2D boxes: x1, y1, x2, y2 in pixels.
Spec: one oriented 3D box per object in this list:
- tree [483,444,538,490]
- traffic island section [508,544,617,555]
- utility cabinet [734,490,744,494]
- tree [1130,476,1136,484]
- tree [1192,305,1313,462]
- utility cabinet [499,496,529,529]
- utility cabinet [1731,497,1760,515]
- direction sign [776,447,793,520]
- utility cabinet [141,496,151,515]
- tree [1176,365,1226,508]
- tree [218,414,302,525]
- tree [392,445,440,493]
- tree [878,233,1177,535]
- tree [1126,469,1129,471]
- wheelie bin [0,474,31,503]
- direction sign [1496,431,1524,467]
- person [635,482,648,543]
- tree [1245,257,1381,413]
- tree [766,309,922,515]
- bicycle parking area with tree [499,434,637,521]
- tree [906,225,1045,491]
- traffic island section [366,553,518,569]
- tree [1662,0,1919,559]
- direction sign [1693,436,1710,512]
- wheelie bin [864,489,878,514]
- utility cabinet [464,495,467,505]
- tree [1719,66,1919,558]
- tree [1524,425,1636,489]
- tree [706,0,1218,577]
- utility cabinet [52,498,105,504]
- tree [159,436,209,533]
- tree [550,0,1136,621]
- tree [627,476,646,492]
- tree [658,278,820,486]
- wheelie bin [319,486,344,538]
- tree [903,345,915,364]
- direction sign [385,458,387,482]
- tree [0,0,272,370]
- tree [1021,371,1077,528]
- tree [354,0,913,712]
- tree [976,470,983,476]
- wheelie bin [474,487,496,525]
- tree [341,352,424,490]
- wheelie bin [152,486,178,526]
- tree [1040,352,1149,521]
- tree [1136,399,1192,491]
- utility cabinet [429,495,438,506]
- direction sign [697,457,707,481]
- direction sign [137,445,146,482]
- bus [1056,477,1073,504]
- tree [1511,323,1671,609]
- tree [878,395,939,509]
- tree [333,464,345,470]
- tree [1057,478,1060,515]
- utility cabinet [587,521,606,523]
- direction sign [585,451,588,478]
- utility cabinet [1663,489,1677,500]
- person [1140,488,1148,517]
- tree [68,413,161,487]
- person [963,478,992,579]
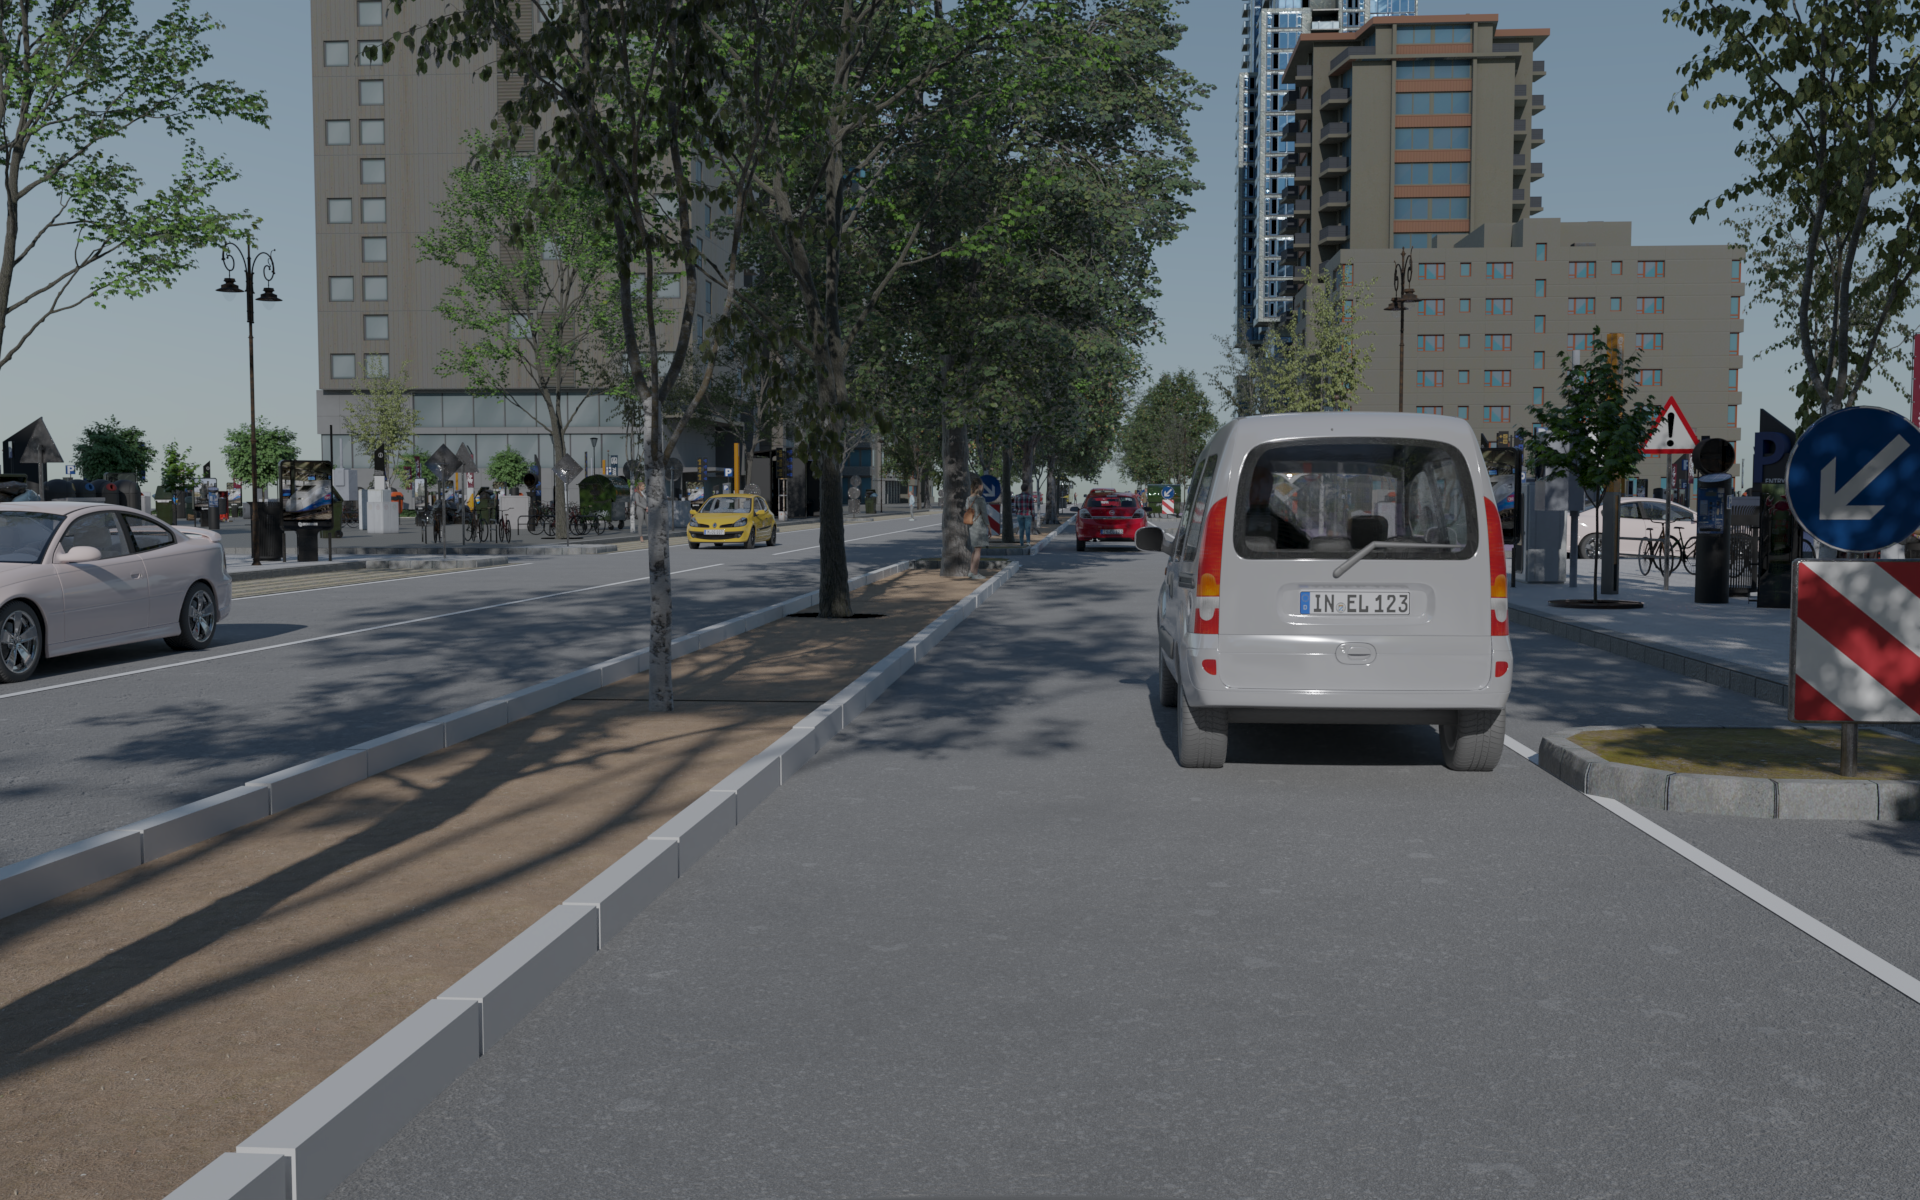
[{"bbox_3d":[-28.966,-7.789,111.061,4.285,4.588,4.351,0,3,0],"label":"tree"},{"bbox_3d":[-9.636,-1.235,42.479,2.009,0.180,2.903,0,4,5],"label":"traffic island section"},{"bbox_3d":[-12.692,-5.644,100.951,0.318,1.500,1.173,2,4,34],"label":"utility cabinet"},{"bbox_3d":[20.964,-14.497,187.392,4.360,8.622,3.978,0,3,0],"label":"tree"},{"bbox_3d":[11.761,-7.215,68.325,4.360,8.622,3.978,0,3,0],"label":"tree"},{"bbox_3d":[-16.440,-3.223,63.851,1.020,1.237,0.306,-2,4,-31],"label":"utility cabinet"},{"bbox_3d":[19.131,-1.917,42.510,1.020,1.237,0.306,3,4,38],"label":"utility cabinet"},{"bbox_3d":[-8.552,-5.653,84.418,0.876,3.537,0.379,-2,4,-32],"label":"direction sign"},{"bbox_3d":[-31.670,-3.398,66.727,1.020,1.237,0.306,1,4,20],"label":"utility cabinet"},{"bbox_3d":[19.475,-14.512,154.286,9.611,12.733,9.660,0,3,0],"label":"tree"},{"bbox_3d":[-28.792,-5.356,71.285,4.285,4.588,4.351,0,3,0],"label":"tree"},{"bbox_3d":[-36.379,-8.111,116.327,4.285,4.588,4.351,0,3,0],"label":"tree"},{"bbox_3d":[2.355,-8.604,60.132,9.611,12.733,9.660,0,3,0],"label":"tree"},{"bbox_3d":[27.837,-19.586,270.599,4.360,8.622,3.978,0,3,0],"label":"tree"},{"bbox_3d":[-14.792,-1.163,26.916,0.980,1.594,0.693,-3,5,-45],"label":"wheelie bin"},{"bbox_3d":[19.781,-4.296,62.235,0.876,3.537,0.379,1,4,12],"label":"direction sign"},{"bbox_3d":[-9.233,-2.579,50.933,0.573,1.790,0.520,1,4,13],"label":"person"},{"bbox_3d":[11.294,-6.361,54.370,4.737,8.622,4.395,0,3,0],"label":"tree"},{"bbox_3d":[-7.412,-12.054,107.446,12.009,13.543,11.850,0,3,0],"label":"tree"},{"bbox_3d":[-18.844,-6.016,85.359,9.016,4.147,8.231,1,4,23],"label":"bicycle parking area with tree"},{"bbox_3d":[0.593,-5.520,43.074,4.737,8.622,4.395,0,3,0],"label":"tree"},{"bbox_3d":[-10.290,-0.749,34.521,2.009,0.180,2.903,0,4,5],"label":"traffic island section"},{"bbox_3d":[7.531,-3.912,14.325,4.737,8.622,4.395,0,3,0],"label":"tree"},{"bbox_3d":[28.707,-4.610,67.362,0.379,3.537,0.876,-3,4,-37],"label":"direction sign"},{"bbox_3d":[-5.799,-6.418,112.842,0.980,1.594,0.693,1,4,18],"label":"wheelie bin"},{"bbox_3d":[-32.461,-6.313,114.372,0.306,1.237,1.020,1,4,10],"label":"utility cabinet"},{"bbox_3d":[15.467,-4.901,30.491,4.360,8.622,3.978,0,3,0],"label":"tree"},{"bbox_3d":[24.475,-5.285,70.122,4.285,4.588,4.351,0,3,0],"label":"tree"},{"bbox_3d":[-0.013,-7.371,29.621,9.857,13.997,8.962,0,3,0],"label":"tree"},{"bbox_3d":[-14.979,-1.119,29.464,0.306,1.237,1.020,0,4,7],"label":"utility cabinet"},{"bbox_3d":[-26.249,-3.866,57.815,1.663,3.219,1.824,0,3,0],"label":"tree"},{"bbox_3d":[-1.547,-5.602,19.811,9.928,11.665,9.643,0,3,0],"label":"tree"},{"bbox_3d":[-21.007,-7.206,112.415,1.663,3.219,1.824,0,3,0],"label":"tree"},{"bbox_3d":[-9.356,-8.637,75.628,8.767,10.594,7.601,0,4,-4],"label":"tree"},{"bbox_3d":[-18.321,-2.595,50.343,0.693,1.594,0.980,-2,4,-33],"label":"wheelie bin"},{"bbox_3d":[0.369,-19.629,176.823,12.611,20.169,13.585,0,3,0],"label":"tree"},{"bbox_3d":[-36.021,-7.100,108.078,0.876,3.537,0.379,2,4,34],"label":"direction sign"},{"bbox_3d":[-13.405,-5.970,23.366,9.928,11.665,9.643,0,3,0],"label":"tree"},{"bbox_3d":[3.343,-7.363,73.209,4.360,8.622,3.978,0,3,0],"label":"tree"},{"bbox_3d":[-1.971,-3.552,10.900,4.360,8.622,3.978,0,3,0],"label":"tree"},{"bbox_3d":[2.012,-14.300,217.518,4.285,4.588,4.351,0,3,0],"label":"tree"},{"bbox_3d":[-20.005,-3.985,73.062,0.693,1.594,0.980,1,4,16],"label":"wheelie bin"},{"bbox_3d":[-29.306,-8.454,88.582,4.737,8.622,4.395,0,3,0],"label":"tree"},{"bbox_3d":[-29.339,-3.430,63.987,0.980,1.594,0.693,0,4,-4],"label":"wheelie bin"},{"bbox_3d":[4.888,-11.014,92.901,12.009,13.543,11.850,0,3,0],"label":"tree"},{"bbox_3d":[16.583,-11.207,133.589,4.360,8.622,3.978,0,3,0],"label":"tree"},{"bbox_3d":[-26.128,-4.627,86.816,1.020,1.237,0.306,-2,4,-33],"label":"utility cabinet"},{"bbox_3d":[-15.936,-7.047,107.209,0.876,3.537,0.379,3,5,40],"label":"direction sign"},{"bbox_3d":[-35.753,-5.084,75.113,0.876,3.537,0.379,0,4,-2],"label":"direction sign"},{"bbox_3d":[14.441,-15.450,244.160,2.896,3.916,12.252,0,4,7],"label":"bus"},{"bbox_3d":[7.130,-1.537,19.736,1.663,3.219,1.824,0,3,0],"label":"tree"},{"bbox_3d":[-3.296,-13.090,148.431,8.767,10.594,7.601,1,4,16],"label":"tree"},{"bbox_3d":[-36.863,-6.571,102.043,1.663,3.219,1.824,0,3,0],"label":"tree"},{"bbox_3d":[6.327,-10.782,113.158,8.767,10.594,7.601,0,4,5],"label":"tree"},{"bbox_3d":[-16.287,-4.043,77.273,1.020,1.237,0.306,2,4,30],"label":"utility cabinet"},{"bbox_3d":[-19.916,-6.136,92.321,0.379,3.537,0.876,-1,4,-20],"label":"direction sign"},{"bbox_3d":[29.541,-3.866,71.895,1.173,1.500,0.318,-3,4,-38],"label":"utility cabinet"},{"bbox_3d":[11.755,-6.238,110.401,0.836,1.842,0.656,2,4,25],"label":"person"},{"bbox_3d":[-34.447,-5.311,70.554,4.285,4.588,4.351,0,3,0],"label":"tree"},{"bbox_3d":[0.283,-1.200,29.120,0.522,1.701,0.512,-3,5,-44],"label":"person"}]
